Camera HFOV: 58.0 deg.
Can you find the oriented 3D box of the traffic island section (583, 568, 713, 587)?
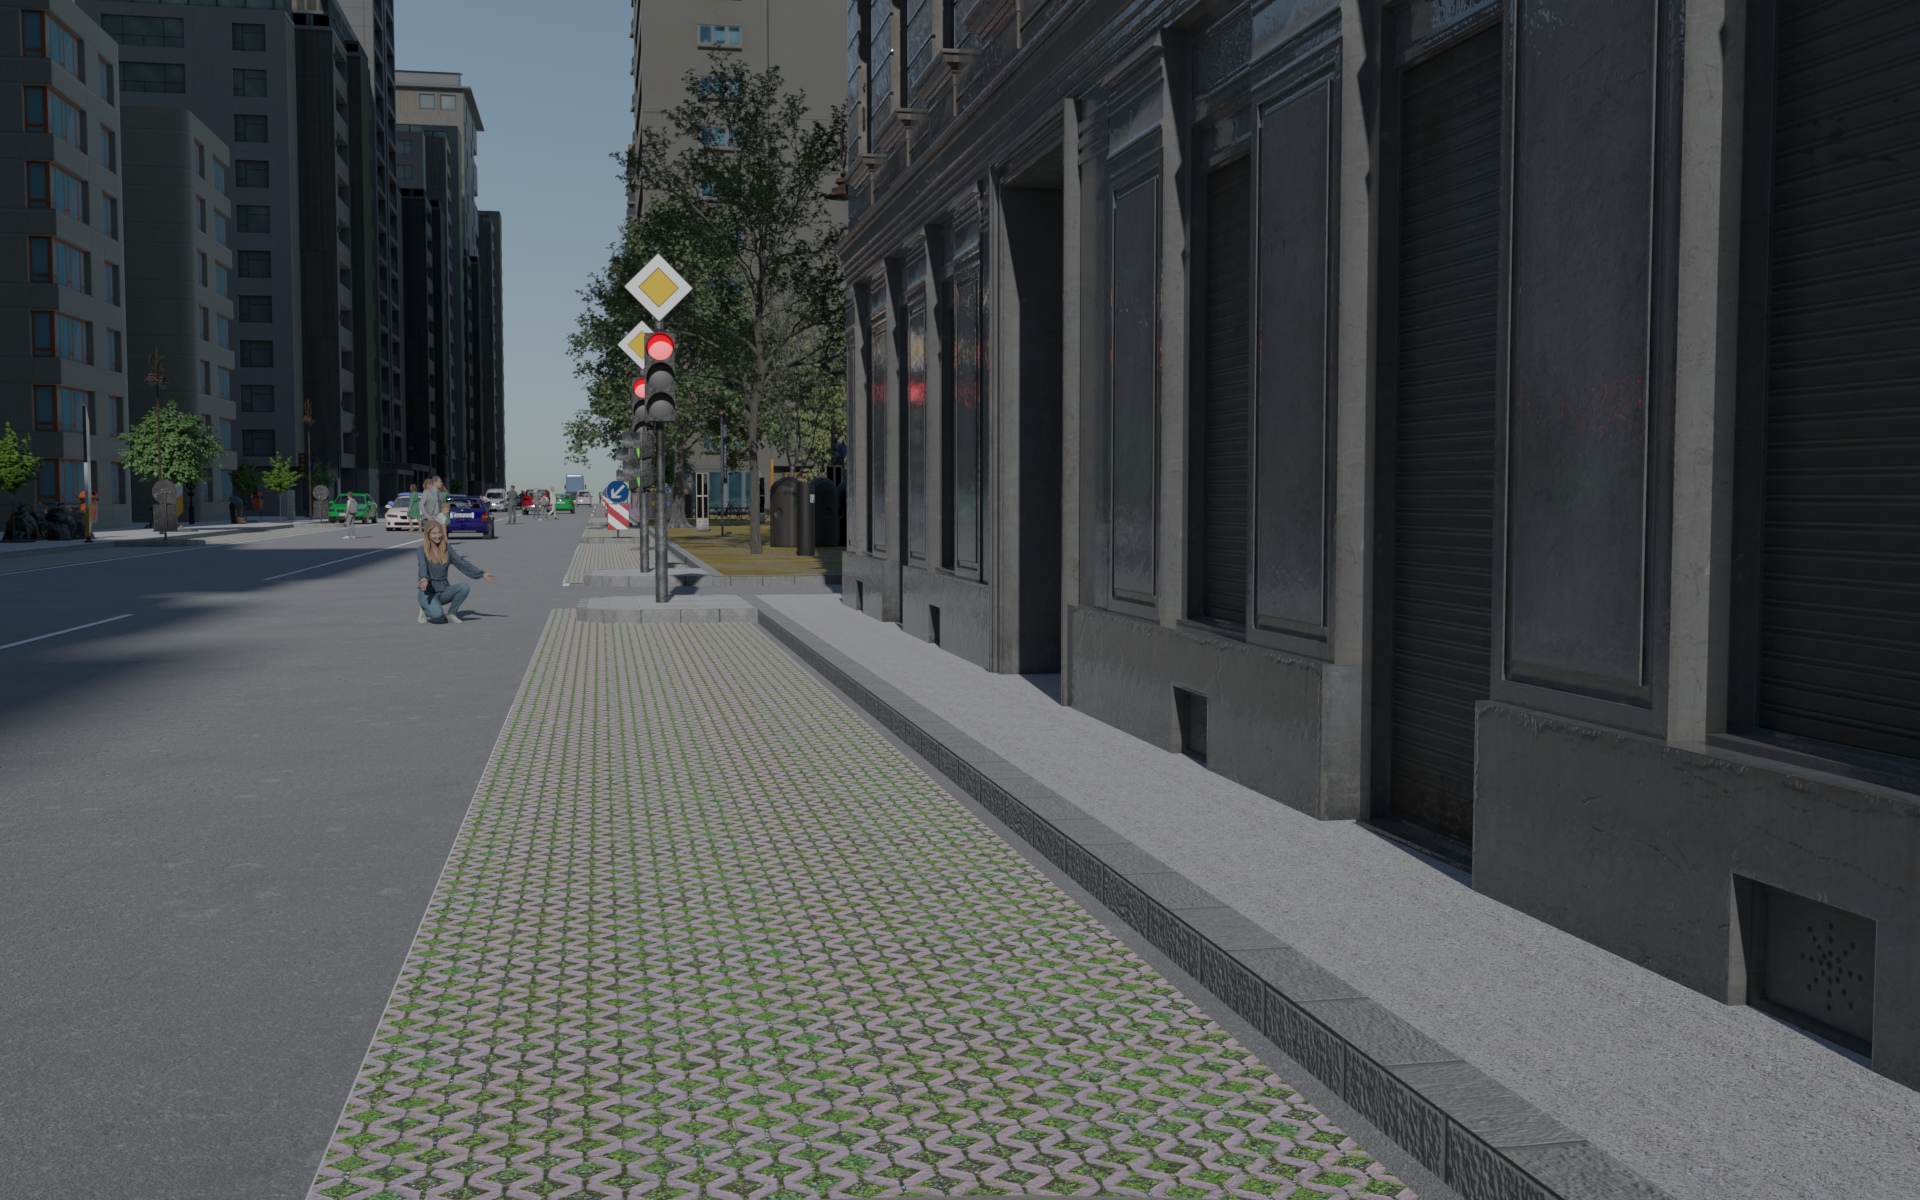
[{"bbox_3d":[-5.129,-0.369,28.309,2.009,0.180,2.903,-1,4,-12],"label":"traffic island section"}]

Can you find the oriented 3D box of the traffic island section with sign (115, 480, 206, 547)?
[{"bbox_3d":[-21.903,-2.382,47.573,1.989,1.847,2.006,-1,4,-12],"label":"traffic island section with sign"}]

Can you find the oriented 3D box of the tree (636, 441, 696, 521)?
[{"bbox_3d":[-14.261,-6.016,82.076,4.285,4.588,4.351,0,3,0],"label":"tree"}]

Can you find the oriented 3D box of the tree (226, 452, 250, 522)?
[{"bbox_3d":[-33.130,-5.226,80.044,1.663,3.219,1.824,0,3,0],"label":"tree"}]

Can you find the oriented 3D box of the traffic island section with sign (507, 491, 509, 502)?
[{"bbox_3d":[-59.964,-13.580,230.655,1.989,1.847,2.006,-1,4,-12],"label":"traffic island section with sign"}]

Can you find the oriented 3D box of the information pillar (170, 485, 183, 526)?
[{"bbox_3d":[-31.315,-4.757,69.135,0.183,3.616,0.504,3,5,42],"label":"information pillar"}]

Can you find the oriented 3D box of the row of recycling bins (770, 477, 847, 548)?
[{"bbox_3d":[-3.006,-2.166,42.524,3.534,1.692,1.069,-3,4,-36],"label":"row of recycling bins"}]

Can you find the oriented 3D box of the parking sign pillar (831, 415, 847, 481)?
[{"bbox_3d":[-3.860,-4.297,58.720,1.447,3.967,1.447,2,4,28],"label":"parking sign pillar"}]

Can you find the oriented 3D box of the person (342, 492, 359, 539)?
[{"bbox_3d":[-19.621,-2.730,55.738,0.523,1.515,0.503,-1,4,-16],"label":"person"}]

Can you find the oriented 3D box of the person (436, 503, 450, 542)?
[{"bbox_3d":[-10.338,-1.310,34.604,0.352,1.250,0.332,0,4,1],"label":"person"}]

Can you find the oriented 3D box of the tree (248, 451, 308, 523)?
[{"bbox_3d":[-30.451,-5.062,77.371,1.663,3.219,1.824,0,3,0],"label":"tree"}]

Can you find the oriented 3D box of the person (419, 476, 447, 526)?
[{"bbox_3d":[-11.094,-1.709,36.541,0.391,1.810,0.635,1,4,17],"label":"person"}]

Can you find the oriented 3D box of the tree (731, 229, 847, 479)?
[{"bbox_3d":[-4.589,-5.970,47.977,4.360,8.622,3.978,0,3,0],"label":"tree"}]

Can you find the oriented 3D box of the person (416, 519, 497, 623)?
[{"bbox_3d":[-5.645,-0.317,19.176,1.012,1.151,0.738,-3,5,-41],"label":"person"}]

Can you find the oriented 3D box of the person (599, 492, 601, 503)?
[{"bbox_3d":[-49.634,-14.071,239.236,0.721,1.739,1.217,-2,4,-35],"label":"person"}]

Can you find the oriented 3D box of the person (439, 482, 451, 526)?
[{"bbox_3d":[-14.415,-2.401,47.996,0.600,1.795,0.529,-1,4,-16],"label":"person"}]

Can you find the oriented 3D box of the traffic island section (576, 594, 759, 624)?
[{"bbox_3d":[-3.504,0.110,20.491,2.009,0.180,2.903,-1,4,-12],"label":"traffic island section"}]

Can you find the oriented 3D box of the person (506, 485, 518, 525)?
[{"bbox_3d":[-21.143,-4.476,81.482,0.447,1.846,0.655,2,4,30],"label":"person"}]

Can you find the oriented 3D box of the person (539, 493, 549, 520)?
[{"bbox_3d":[-22.673,-5.088,94.282,0.523,1.515,0.503,2,4,24],"label":"person"}]

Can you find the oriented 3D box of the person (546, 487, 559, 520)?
[{"bbox_3d":[-22.931,-5.438,97.296,0.818,1.842,0.514,-2,4,-29],"label":"person"}]

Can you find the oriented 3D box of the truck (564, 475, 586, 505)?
[{"bbox_3d":[-51.856,-14.842,232.420,2.967,4.110,18.799,-1,4,-11],"label":"truck"}]

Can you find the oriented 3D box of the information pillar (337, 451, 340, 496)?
[{"bbox_3d":[-33.925,-6.317,94.632,0.183,3.616,0.504,-1,4,-17],"label":"information pillar"}]

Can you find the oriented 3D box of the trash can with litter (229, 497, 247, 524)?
[{"bbox_3d":[-30.933,-3.851,74.348,0.624,1.170,1.055,-3,5,-44],"label":"trash can with litter"}]

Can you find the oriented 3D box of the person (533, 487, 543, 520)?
[{"bbox_3d":[-23.450,-5.348,96.121,0.526,1.800,0.537,-1,4,-16],"label":"person"}]

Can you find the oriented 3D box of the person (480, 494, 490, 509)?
[{"bbox_3d":[-28.517,-5.638,103.874,0.628,1.438,0.799,0,4,0],"label":"person"}]

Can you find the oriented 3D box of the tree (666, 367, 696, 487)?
[{"bbox_3d":[-15.863,-8.752,93.465,4.360,8.622,3.978,0,3,0],"label":"tree"}]

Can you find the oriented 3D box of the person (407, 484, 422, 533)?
[{"bbox_3d":[-20.302,-3.406,64.441,0.529,1.795,0.600,0,4,-2],"label":"person"}]

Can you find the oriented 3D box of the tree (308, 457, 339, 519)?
[{"bbox_3d":[-33.712,-5.892,90.932,1.663,3.219,1.824,0,3,0],"label":"tree"}]

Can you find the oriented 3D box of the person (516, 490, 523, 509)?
[{"bbox_3d":[-41.998,-9.639,166.174,1.350,1.814,0.705,-2,4,-25],"label":"person"}]

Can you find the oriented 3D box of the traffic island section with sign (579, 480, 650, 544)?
[{"bbox_3d":[-10.120,-2.571,50.664,1.989,1.847,2.006,-1,4,-12],"label":"traffic island section with sign"}]

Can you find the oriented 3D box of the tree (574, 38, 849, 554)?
[{"bbox_3d":[-4.641,-6.250,36.594,7.601,10.594,8.767,-3,5,-40],"label":"tree"}]

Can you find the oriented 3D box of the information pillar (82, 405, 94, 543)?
[{"bbox_3d":[-23.088,-3.331,45.824,0.183,3.616,0.504,-1,4,-18],"label":"information pillar"}]

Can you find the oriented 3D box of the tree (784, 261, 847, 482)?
[{"bbox_3d":[-3.316,-6.292,53.242,4.737,8.622,4.395,0,3,0],"label":"tree"}]

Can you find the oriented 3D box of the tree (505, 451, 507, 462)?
[{"bbox_3d":[-68.342,-18.568,253.952,4.360,8.622,3.978,0,3,0],"label":"tree"}]

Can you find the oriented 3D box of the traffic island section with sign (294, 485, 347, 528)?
[{"bbox_3d":[-27.529,-4.035,74.598,1.989,1.847,2.006,-1,4,-12],"label":"traffic island section with sign"}]

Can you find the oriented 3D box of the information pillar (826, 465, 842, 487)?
[{"bbox_3d":[-3.236,-2.451,44.572,0.304,2.012,0.304,3,5,39],"label":"information pillar"}]

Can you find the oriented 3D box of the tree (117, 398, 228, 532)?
[{"bbox_3d":[-26.782,-4.613,59.138,4.285,4.588,4.351,0,3,0],"label":"tree"}]

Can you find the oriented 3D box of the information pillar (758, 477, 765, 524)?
[{"bbox_3d":[-8.664,-4.330,75.282,0.304,2.012,0.304,-2,4,-30],"label":"information pillar"}]

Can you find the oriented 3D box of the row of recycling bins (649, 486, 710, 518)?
[{"bbox_3d":[-15.035,-5.182,91.842,3.534,1.692,1.069,0,4,-1],"label":"row of recycling bins"}]

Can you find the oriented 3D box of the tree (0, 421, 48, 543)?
[{"bbox_3d":[-25.253,-3.135,45.858,1.663,3.219,1.824,0,3,0],"label":"tree"}]

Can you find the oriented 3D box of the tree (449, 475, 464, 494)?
[{"bbox_3d":[-50.702,-11.004,174.509,1.663,3.219,1.824,0,3,0],"label":"tree"}]

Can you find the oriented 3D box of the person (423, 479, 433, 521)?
[{"bbox_3d":[-12.443,-1.973,41.039,0.573,1.790,0.520,-2,4,-30],"label":"person"}]

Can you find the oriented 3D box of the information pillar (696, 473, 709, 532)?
[{"bbox_3d":[-8.821,-3.352,59.290,0.304,2.012,0.304,2,4,31],"label":"information pillar"}]

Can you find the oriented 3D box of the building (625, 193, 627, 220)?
[{"bbox_3d":[-30.169,-34.316,215.696,22.147,44.769,28.867,-1,4,-12],"label":"building"}]

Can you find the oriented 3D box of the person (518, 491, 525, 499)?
[{"bbox_3d":[-40.924,-9.387,162.705,1.217,1.736,0.721,0,4,-1],"label":"person"}]

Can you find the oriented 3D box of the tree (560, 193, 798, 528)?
[{"bbox_3d":[-10.586,-9.083,65.510,9.611,12.733,9.660,0,3,0],"label":"tree"}]

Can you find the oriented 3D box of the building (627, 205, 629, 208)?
[{"bbox_3d":[-35.539,-38.268,245.288,23.786,49.044,30.456,-1,4,-12],"label":"building"}]

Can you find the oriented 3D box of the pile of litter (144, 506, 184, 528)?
[{"bbox_3d":[-30.141,-3.142,65.336,1.719,0.858,1.176,2,4,26],"label":"pile of litter"}]

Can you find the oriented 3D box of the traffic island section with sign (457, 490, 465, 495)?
[{"bbox_3d":[-43.222,-8.656,150.148,1.989,1.847,2.006,-1,4,-12],"label":"traffic island section with sign"}]
